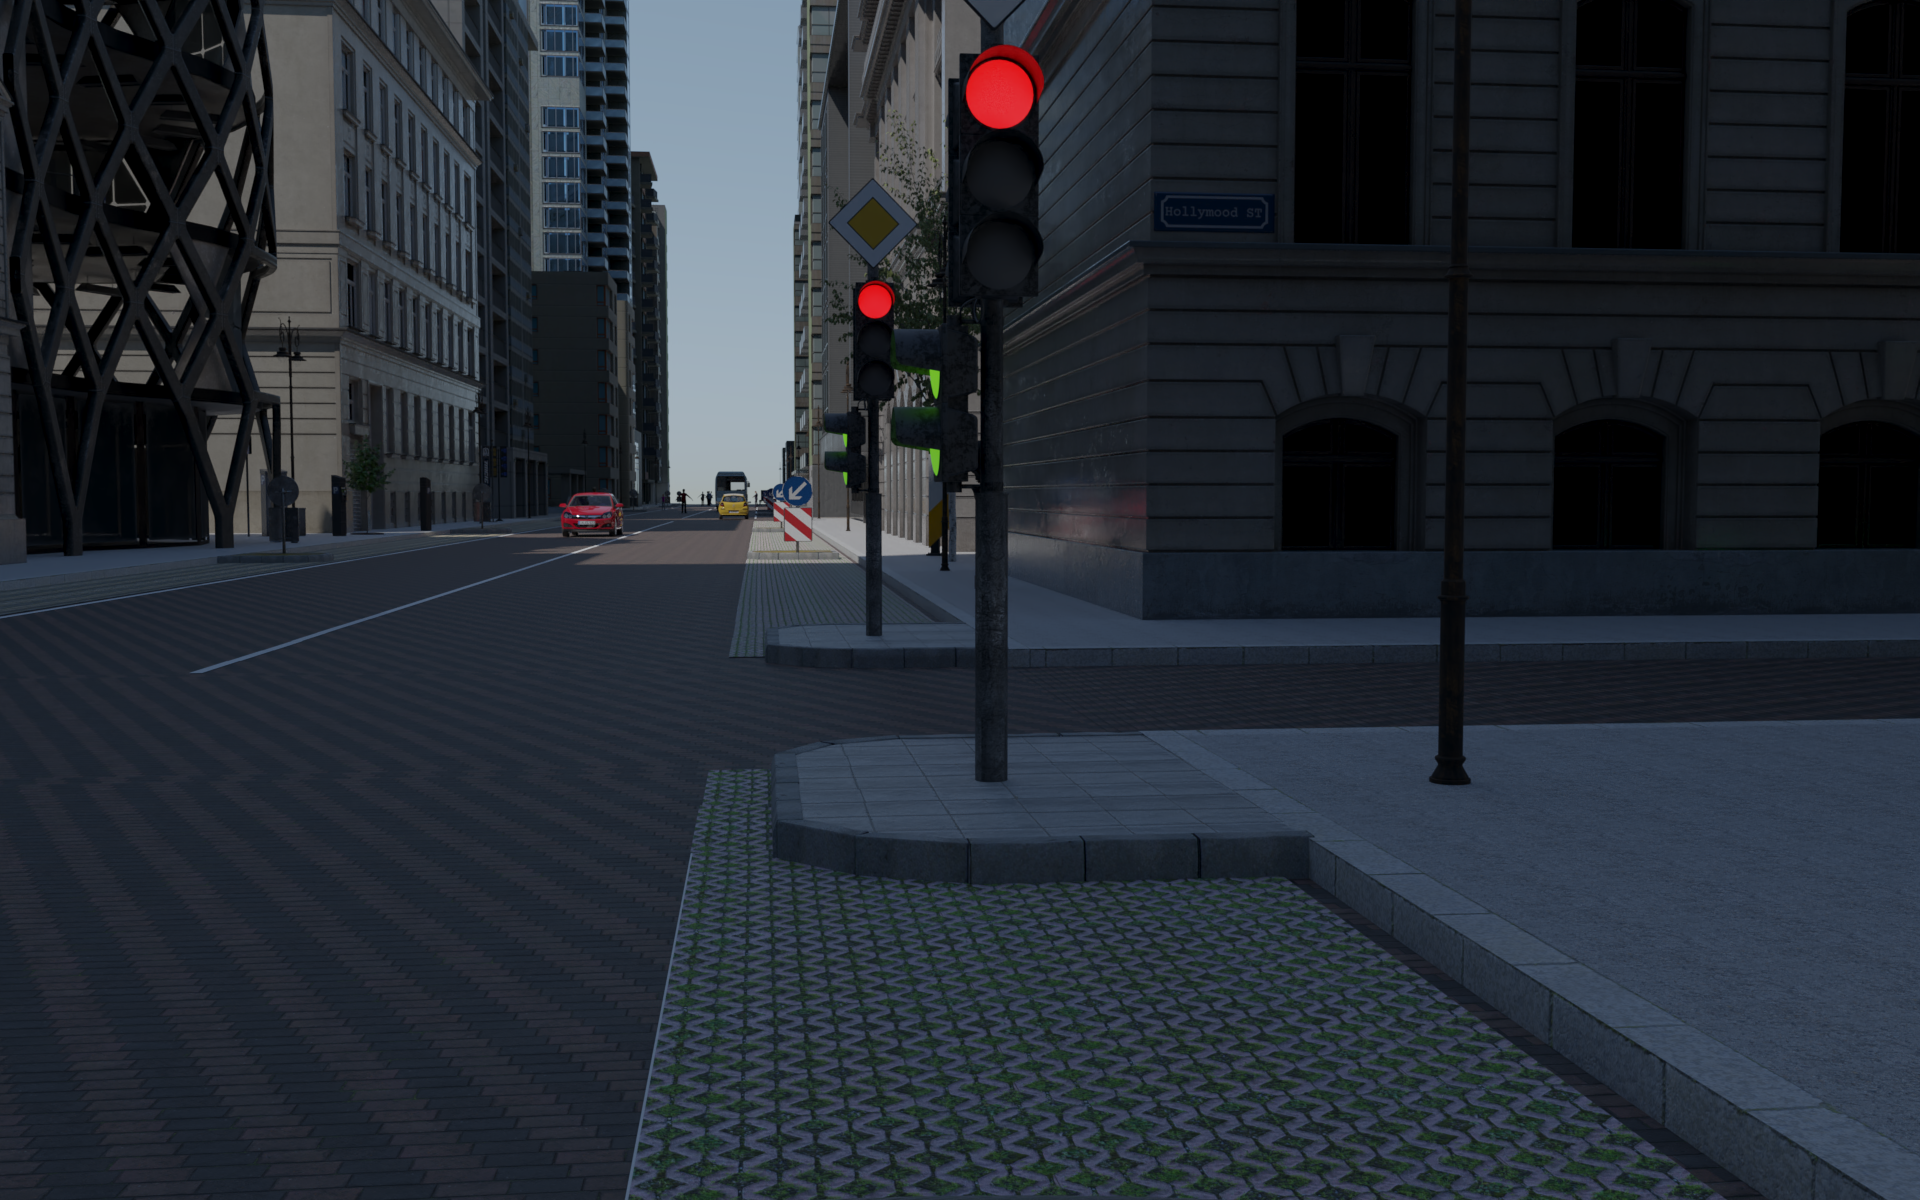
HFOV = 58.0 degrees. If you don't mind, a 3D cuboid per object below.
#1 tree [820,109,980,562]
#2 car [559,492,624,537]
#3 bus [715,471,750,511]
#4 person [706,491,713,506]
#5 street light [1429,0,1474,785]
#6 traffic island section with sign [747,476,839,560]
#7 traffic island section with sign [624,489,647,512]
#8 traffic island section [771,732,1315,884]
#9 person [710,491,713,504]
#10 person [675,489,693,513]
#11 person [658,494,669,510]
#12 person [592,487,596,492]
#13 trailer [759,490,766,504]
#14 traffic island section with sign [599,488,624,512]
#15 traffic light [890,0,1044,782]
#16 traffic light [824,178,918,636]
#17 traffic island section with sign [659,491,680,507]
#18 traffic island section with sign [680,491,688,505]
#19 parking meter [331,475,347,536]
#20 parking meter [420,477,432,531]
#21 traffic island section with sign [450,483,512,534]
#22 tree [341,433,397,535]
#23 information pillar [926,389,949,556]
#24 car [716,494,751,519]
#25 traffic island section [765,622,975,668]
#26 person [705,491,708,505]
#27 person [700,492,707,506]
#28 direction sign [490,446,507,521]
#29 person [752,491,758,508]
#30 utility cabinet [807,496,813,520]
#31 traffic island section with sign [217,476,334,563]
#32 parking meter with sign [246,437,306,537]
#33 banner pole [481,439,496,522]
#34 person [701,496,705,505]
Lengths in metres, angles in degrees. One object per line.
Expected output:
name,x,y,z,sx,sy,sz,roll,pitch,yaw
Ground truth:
tree,-0.357,-5.026,32.534,4.737,8.622,4.395,0,3,0
car,-12.608,-3.086,59.502,2.155,1.783,4.494,0,4,-6
bus,-19.263,-9.273,146.471,2.948,3.499,13.247,0,4,-7
person,-30.282,-12.274,209.169,0.705,1.826,1.348,2,4,30
street light,2.182,-2.125,7.533,0.468,5.910,1.993,0,4,-7
traffic island section with sign,-3.725,-1.822,38.422,1.989,1.847,2.006,0,4,-7
traffic island section with sign,-26.461,-8.072,140.611,1.989,1.847,2.006,0,4,-7
traffic island section,0.163,0.887,7.779,2.009,0.180,2.903,0,4,-7
person,-35.341,-14.576,246.685,0.599,1.838,0.709,0,4,-2
person,-20.573,-7.380,129.096,1.348,1.831,0.705,0,4,3
person,-26.382,-8.705,154.058,0.991,1.433,0.599,-1,4,-15
person,-19.649,-5.171,93.122,0.705,1.814,1.350,2,4,32
trailer,-27.407,-14.412,242.686,1.471,1.999,3.904,0,4,-6
traffic island section with sign,-23.365,-6.435,113.834,1.989,1.847,2.006,0,4,-7
traffic light,0.122,-1.146,7.661,0.839,4.253,0.868,0,4,-7
traffic light,-0.798,-1.631,15.593,0.839,4.253,0.868,0,4,-7
traffic island section with sign,-32.676,-11.339,194.012,1.989,1.847,2.006,0,4,-7
traffic island section with sign,-35.842,-13.018,221.464,1.989,1.847,2.006,0,4,-7
parking meter,-18.931,-2.881,52.815,0.399,1.863,0.255,1,4,21
parking meter,-18.641,-3.347,60.429,0.255,1.863,0.399,1,4,9
traffic island section with sign,-17.517,-3.352,63.439,1.989,1.847,2.006,0,4,-7
tree,-18.690,-3.688,54.903,1.663,3.219,1.824,0,3,0
information pillar,-0.436,-2.720,35.829,0.504,3.616,0.183,2,4,24
car,-13.005,-5.461,99.515,2.015,1.641,3.980,0,4,-8
traffic island section,-0.757,0.402,15.712,2.009,0.180,2.903,0,4,-7
person,-31.853,-12.835,218.495,0.705,1.807,1.348,-2,4,-26
person,-30.167,-11.852,202.998,1.217,1.735,0.721,0,4,0
direction sign,-21.743,-5.484,81.667,0.876,3.537,0.379,-3,5,-44
person,-21.493,-10.566,181.705,0.568,1.767,0.683,0,4,1
utility cabinet,-7.391,-4.550,85.546,0.306,1.237,1.020,0,4,-6
traffic island section with sign,-14.409,-1.714,36.656,1.989,1.847,2.006,0,4,-7
parking meter with sign,-20.821,-3.447,52.618,1.738,3.016,0.543,-3,5,-45
banner pole,-21.404,-5.423,78.689,0.401,3.779,0.863,2,4,29
person,-32.232,-12.553,216.978,0.421,1.427,0.697,2,4,25
